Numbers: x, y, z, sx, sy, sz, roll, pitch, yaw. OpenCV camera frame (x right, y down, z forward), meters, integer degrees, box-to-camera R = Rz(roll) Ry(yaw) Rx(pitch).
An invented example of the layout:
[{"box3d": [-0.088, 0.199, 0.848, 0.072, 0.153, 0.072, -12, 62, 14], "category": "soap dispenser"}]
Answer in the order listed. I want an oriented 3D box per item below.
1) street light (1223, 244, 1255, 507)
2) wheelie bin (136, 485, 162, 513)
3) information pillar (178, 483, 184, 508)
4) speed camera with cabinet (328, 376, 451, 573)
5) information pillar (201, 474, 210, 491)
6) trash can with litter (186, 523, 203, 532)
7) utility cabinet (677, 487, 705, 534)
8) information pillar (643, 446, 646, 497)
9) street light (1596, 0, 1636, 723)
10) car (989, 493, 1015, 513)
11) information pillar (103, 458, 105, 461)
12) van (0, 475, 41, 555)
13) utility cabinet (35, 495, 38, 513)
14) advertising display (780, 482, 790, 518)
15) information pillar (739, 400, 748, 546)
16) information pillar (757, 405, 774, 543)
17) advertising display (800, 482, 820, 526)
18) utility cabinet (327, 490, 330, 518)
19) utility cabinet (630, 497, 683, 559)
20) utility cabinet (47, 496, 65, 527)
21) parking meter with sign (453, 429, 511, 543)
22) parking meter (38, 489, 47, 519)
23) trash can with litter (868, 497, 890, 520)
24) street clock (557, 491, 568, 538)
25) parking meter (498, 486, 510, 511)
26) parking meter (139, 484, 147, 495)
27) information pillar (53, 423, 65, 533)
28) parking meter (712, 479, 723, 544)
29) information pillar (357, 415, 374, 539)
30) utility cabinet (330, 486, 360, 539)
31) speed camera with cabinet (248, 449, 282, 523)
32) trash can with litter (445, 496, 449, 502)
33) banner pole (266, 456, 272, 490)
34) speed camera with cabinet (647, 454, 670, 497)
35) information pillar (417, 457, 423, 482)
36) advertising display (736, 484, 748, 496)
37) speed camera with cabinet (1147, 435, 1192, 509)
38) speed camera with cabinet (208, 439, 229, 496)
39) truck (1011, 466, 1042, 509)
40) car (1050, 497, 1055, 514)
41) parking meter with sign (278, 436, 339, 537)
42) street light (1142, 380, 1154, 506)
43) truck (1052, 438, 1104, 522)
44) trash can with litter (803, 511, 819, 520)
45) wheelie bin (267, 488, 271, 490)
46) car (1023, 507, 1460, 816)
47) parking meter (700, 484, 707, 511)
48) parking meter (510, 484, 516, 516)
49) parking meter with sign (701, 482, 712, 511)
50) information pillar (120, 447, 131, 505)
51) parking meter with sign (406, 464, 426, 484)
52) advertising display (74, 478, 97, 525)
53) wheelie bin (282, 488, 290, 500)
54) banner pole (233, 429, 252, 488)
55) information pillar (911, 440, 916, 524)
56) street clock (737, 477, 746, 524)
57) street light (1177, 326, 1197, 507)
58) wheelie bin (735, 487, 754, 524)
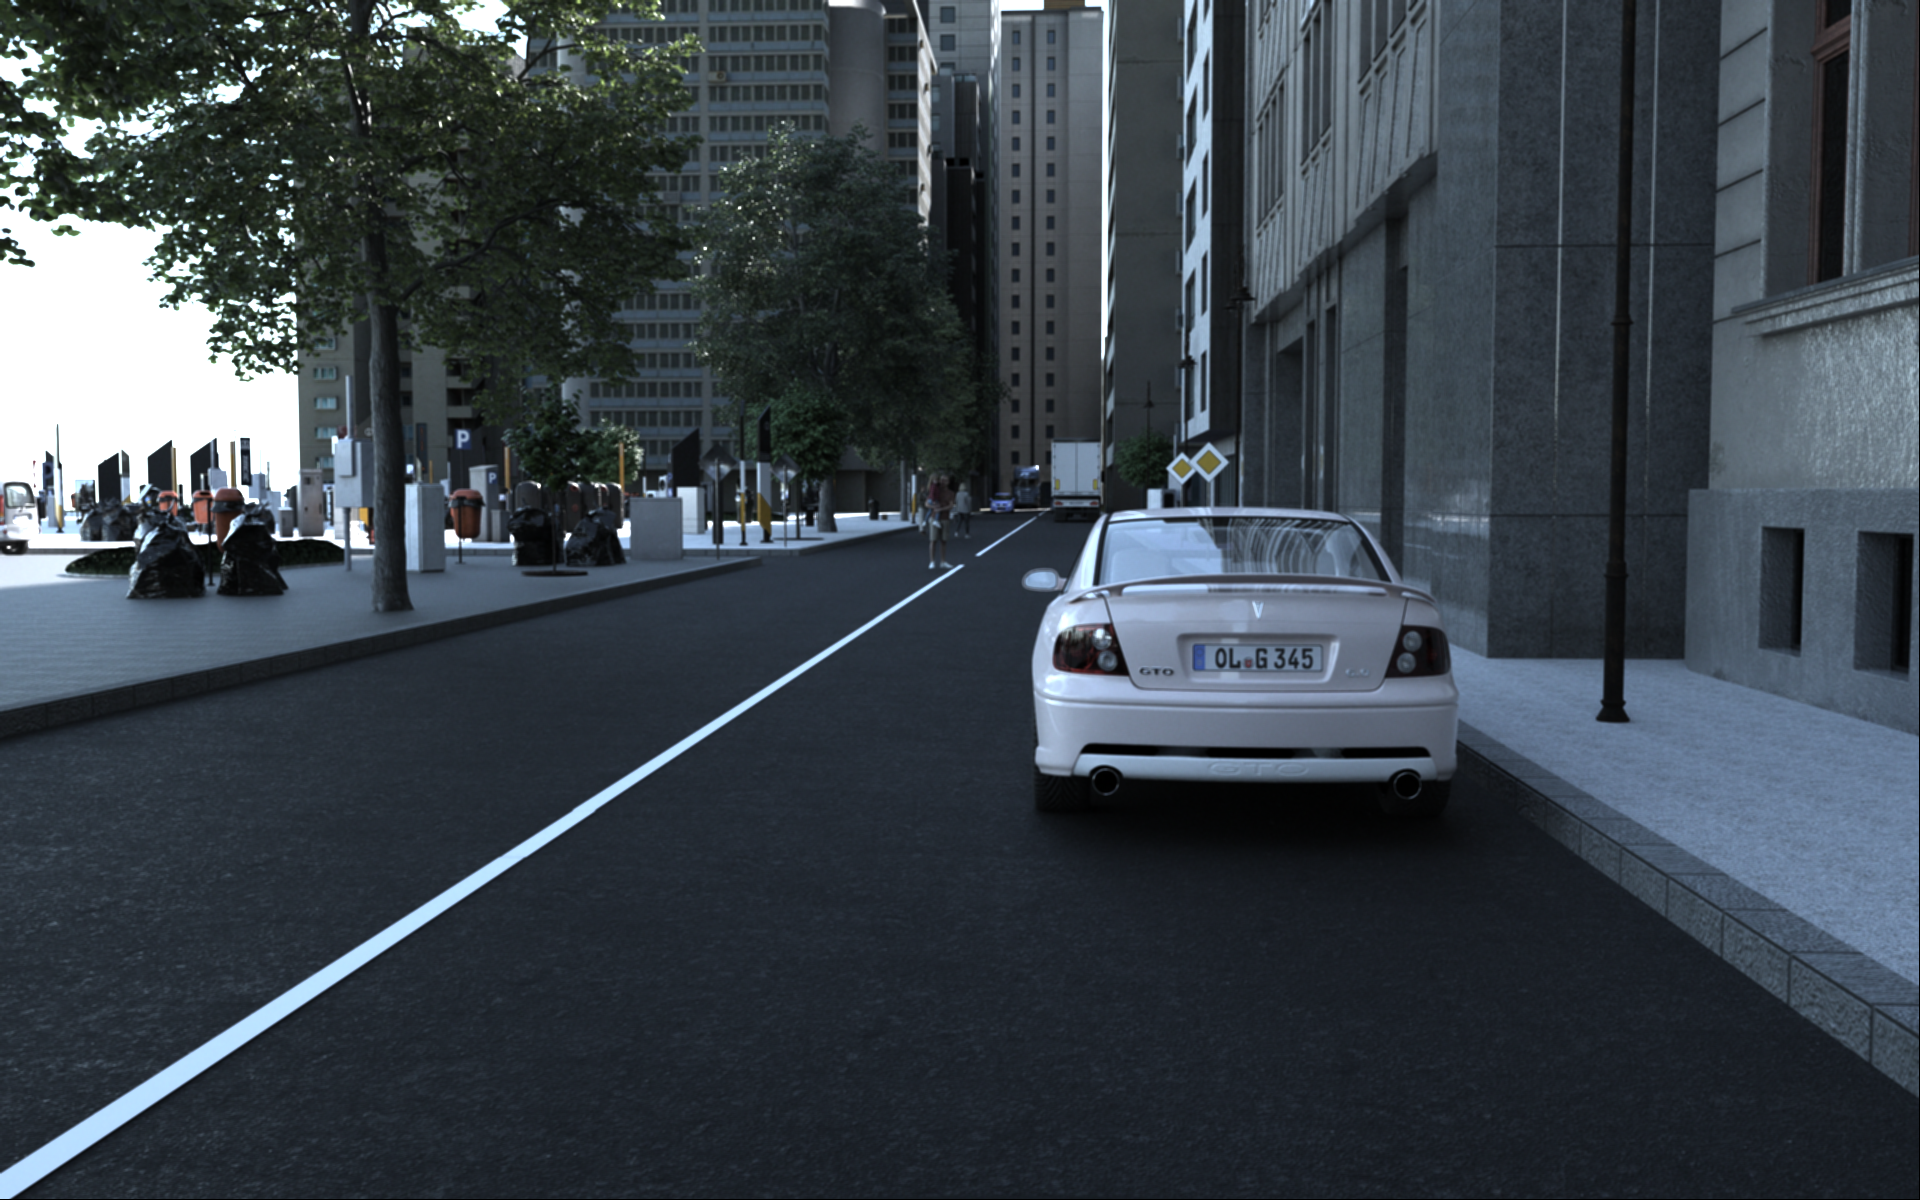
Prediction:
[{"box3d": [5.173, -3.638, 32.261, 0.468, 5.910, 1.993, 0, 4, 4], "category": "street light"}, {"box3d": [-26.781, -3.019, 57.264, 0.693, 1.594, 0.980, -3, 5, -40], "category": "wheelie bin"}, {"box3d": [-53.663, -7.025, 119.342, 0.304, 2.012, 0.304, -1, 4, -12], "category": "information pillar"}, {"box3d": [-9.515, -2.112, 28.870, 2.038, 3.252, 0.660, 2, 4, 30], "category": "speed camera with cabinet"}, {"box3d": [-27.665, -3.616, 63.615, 0.304, 2.012, 0.304, -2, 4, -35], "category": "information pillar"}, {"box3d": [-25.755, -2.888, 58.603, 1.055, 1.170, 0.624, -3, 5, -40], "category": "trash can with litter"}, {"box3d": [-8.625, -2.870, 55.596, 0.318, 1.500, 1.173, -3, 5, -41], "category": "utility cabinet"}, {"box3d": [-15.225, -5.645, 83.650, 0.183, 3.616, 0.504, 0, 4, -4], "category": "information pillar"}, {"box3d": [3.693, -2.253, 9.620, 0.468, 5.910, 1.993, 0, 4, 4], "category": "street light"}, {"box3d": [3.180, -7.328, 129.397, 1.945, 1.707, 3.694, 0, 4, 4], "category": "car"}, {"box3d": [-55.223, -7.380, 112.014, 0.504, 3.616, 0.183, 3, 5, 41], "category": "information pillar"}, {"box3d": [-23.135, -1.966, 39.161, 4.112, 2.044, 2.013, 0, 4, 2], "category": "van"}, {"box3d": [-56.923, -5.799, 105.973, 1.020, 1.237, 0.306, -3, 5, -41], "category": "utility cabinet"}, {"box3d": [-9.463, -5.419, 93.822, 0.123, 1.923, 0.974, -2, 4, -31], "category": "advertising display"}, {"box3d": [-5.399, -3.163, 43.063, 0.183, 3.616, 0.504, 0, 4, -3], "category": "information pillar"}, {"box3d": [-5.128, -3.306, 45.407, 0.183, 3.616, 0.504, 2, 4, 32], "category": "information pillar"}, {"box3d": [-5.969, -3.890, 68.815, 0.123, 1.923, 0.974, 3, 5, 43], "category": "advertising display"}, {"box3d": [-33.177, -5.101, 92.079, 1.173, 1.500, 0.318, 3, 4, 38], "category": "utility cabinet"}, {"box3d": [-6.000, -1.411, 34.224, 1.020, 1.237, 0.306, -1, 4, -9], "category": "utility cabinet"}, {"box3d": [-35.098, -3.431, 67.266, 0.306, 1.237, 1.020, 0, 4, -7], "category": "utility cabinet"}, {"box3d": [-12.658, -3.044, 46.023, 1.738, 3.016, 0.543, 2, 4, 34], "category": "parking meter with sign"}, {"box3d": [-47.283, -4.942, 89.209, 0.372, 1.533, 0.369, 0, 3, 0], "category": "parking meter"}, {"box3d": [-4.001, -4.533, 85.496, 1.055, 1.170, 0.624, 0, 4, -1], "category": "trash can with litter"}, {"box3d": [-11.501, -2.780, 50.018, 0.358, 2.002, 0.471, 1, 4, 10], "category": "street clock"}, {"box3d": [-12.771, -2.447, 48.412, 0.372, 1.533, 0.369, 0, 3, 0], "category": "parking meter"}, {"box3d": [-45.359, -5.532, 96.154, 0.255, 1.863, 0.399, 1, 4, 18], "category": "parking meter"}, {"box3d": [-29.781, -4.025, 57.161, 0.183, 3.616, 0.504, -3, 5, -41], "category": "information pillar"}, {"box3d": [-6.209, -2.364, 44.370, 0.255, 1.863, 0.399, -1, 4, -12], "category": "parking meter"}, {"box3d": [-17.093, -3.585, 49.971, 0.504, 3.616, 0.183, 0, 4, -5], "category": "information pillar"}, {"box3d": [-17.230, -2.446, 48.677, 0.318, 1.500, 1.173, 0, 4, 2], "category": "utility cabinet"}, {"box3d": [-30.479, -4.990, 75.921, 0.660, 3.252, 2.038, 0, 4, 5], "category": "speed camera with cabinet"}, {"box3d": [-20.022, -3.404, 66.718, 1.678, 1.210, 2.233, 0, 4, -3], "category": "trash can with litter"}, {"box3d": [-45.135, -7.536, 113.225, 0.401, 3.779, 0.863, 0, 4, 3], "category": "banner pole"}, {"box3d": [-14.884, -5.615, 86.149, 0.660, 3.252, 2.038, -3, 4, -37], "category": "speed camera with cabinet"}, {"box3d": [-34.042, -7.206, 109.179, 0.504, 3.616, 0.183, 3, 5, 40], "category": "information pillar"}, {"box3d": [-13.350, -6.169, 106.080, 0.974, 1.923, 0.123, 3, 5, 44], "category": "advertising display"}, {"box3d": [6.964, -3.858, 57.407, 0.660, 3.252, 2.038, 3, 4, 36], "category": "speed camera with cabinet"}, {"box3d": [-26.319, -4.117, 61.651, 0.660, 3.252, 2.038, -2, 4, -27], "category": "speed camera with cabinet"}, {"box3d": [6.696, -11.126, 171.665, 2.967, 4.110, 18.799, 0, 4, 3], "category": "truck"}, {"box3d": [7.627, -7.106, 128.192, 2.014, 1.417, 4.499, 0, 4, 3], "category": "car"}, {"box3d": [-19.463, -3.397, 51.799, 1.738, 3.016, 0.543, -3, 4, -36], "category": "parking meter with sign"}, {"box3d": [7.649, -5.969, 70.376, 0.468, 5.910, 1.993, 0, 4, 4], "category": "street light"}, {"box3d": [6.258, -6.305, 92.002, 2.839, 4.237, 11.283, 0, 4, 5], "category": "truck"}, {"box3d": [-7.521, -4.709, 88.051, 1.678, 1.210, 2.233, 2, 4, 34], "category": "trash can with litter"}, {"box3d": [-34.670, -4.818, 86.683, 0.693, 1.594, 0.980, 1, 4, 12], "category": "wheelie bin"}, {"box3d": [1.350, 0.197, 9.141, 2.083, 1.381, 4.827, 0, 4, 4], "category": "car"}, {"box3d": [-15.074, -5.876, 101.784, 0.255, 1.863, 0.399, 2, 4, 32], "category": "parking meter"}, {"box3d": [-26.109, -5.843, 101.237, 0.255, 1.863, 0.399, -3, 4, -37], "category": "parking meter"}, {"box3d": [-16.296, -7.042, 111.397, 1.738, 3.016, 0.543, -1, 4, -9], "category": "parking meter with sign"}, {"box3d": [-41.895, -5.849, 86.985, 0.183, 3.616, 0.504, 2, 4, 31], "category": "information pillar"}, {"box3d": [-32.057, -6.520, 102.855, 0.543, 3.016, 1.738, 1, 4, 22], "category": "parking meter with sign"}, {"box3d": [-36.267, -4.075, 71.834, 0.974, 1.923, 0.123, 1, 4, 14], "category": "advertising display"}, {"box3d": [-36.318, -5.274, 94.138, 0.980, 1.594, 0.693, -2, 4, -26], "category": "wheelie bin"}, {"box3d": [-27.580, -4.679, 66.525, 0.401, 3.779, 0.863, 3, 5, 41], "category": "banner pole"}, {"box3d": [-1.983, -5.089, 74.564, 0.183, 3.616, 0.504, -1, 4, -11], "category": "information pillar"}, {"box3d": [-9.346, -4.252, 74.089, 0.358, 2.002, 0.471, -1, 4, -23], "category": "street clock"}, {"box3d": [6.243, -4.587, 47.789, 0.468, 5.910, 1.993, 0, 4, 4], "category": "street light"}, {"box3d": [-9.372, -4.132, 75.465, 0.693, 1.594, 0.980, -2, 4, -30], "category": "wheelie bin"}]
